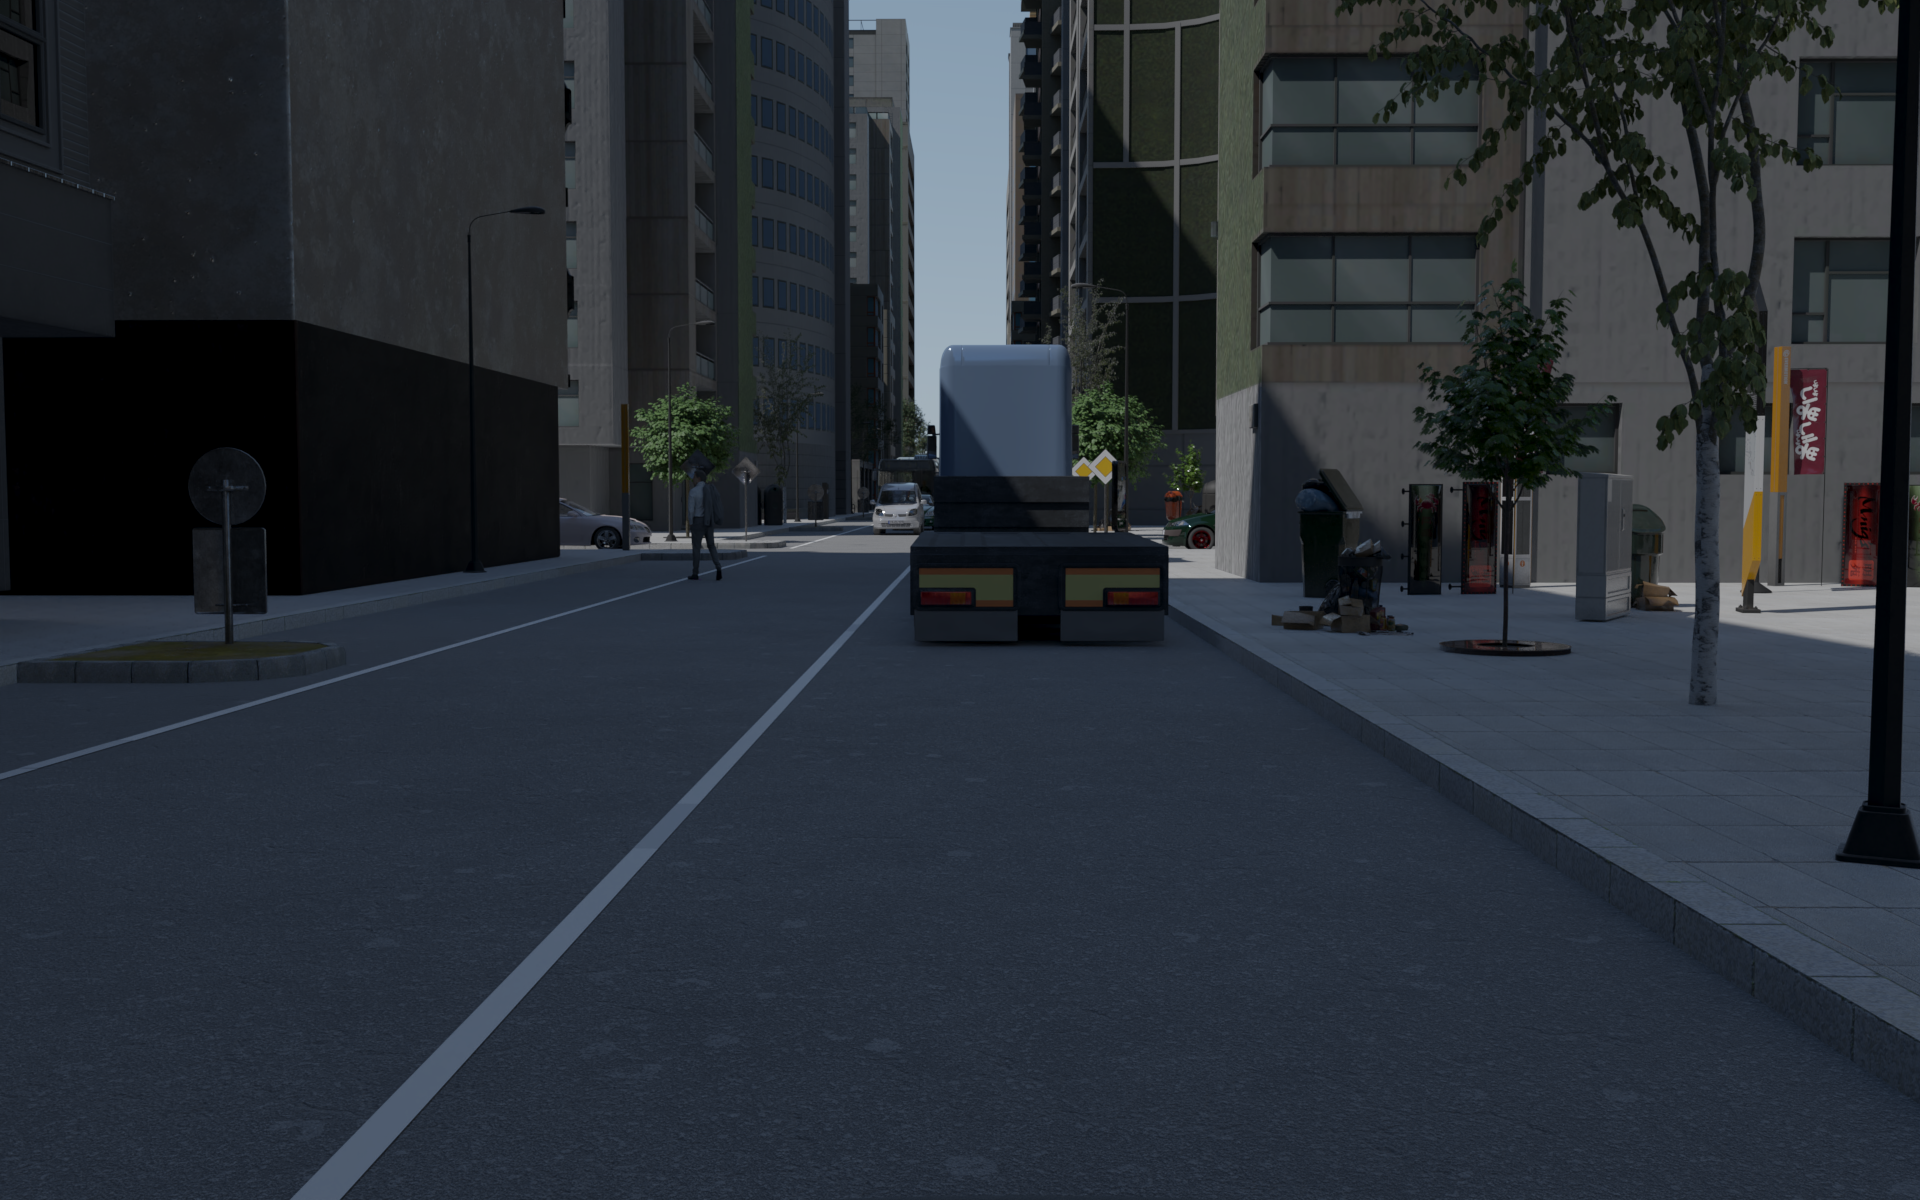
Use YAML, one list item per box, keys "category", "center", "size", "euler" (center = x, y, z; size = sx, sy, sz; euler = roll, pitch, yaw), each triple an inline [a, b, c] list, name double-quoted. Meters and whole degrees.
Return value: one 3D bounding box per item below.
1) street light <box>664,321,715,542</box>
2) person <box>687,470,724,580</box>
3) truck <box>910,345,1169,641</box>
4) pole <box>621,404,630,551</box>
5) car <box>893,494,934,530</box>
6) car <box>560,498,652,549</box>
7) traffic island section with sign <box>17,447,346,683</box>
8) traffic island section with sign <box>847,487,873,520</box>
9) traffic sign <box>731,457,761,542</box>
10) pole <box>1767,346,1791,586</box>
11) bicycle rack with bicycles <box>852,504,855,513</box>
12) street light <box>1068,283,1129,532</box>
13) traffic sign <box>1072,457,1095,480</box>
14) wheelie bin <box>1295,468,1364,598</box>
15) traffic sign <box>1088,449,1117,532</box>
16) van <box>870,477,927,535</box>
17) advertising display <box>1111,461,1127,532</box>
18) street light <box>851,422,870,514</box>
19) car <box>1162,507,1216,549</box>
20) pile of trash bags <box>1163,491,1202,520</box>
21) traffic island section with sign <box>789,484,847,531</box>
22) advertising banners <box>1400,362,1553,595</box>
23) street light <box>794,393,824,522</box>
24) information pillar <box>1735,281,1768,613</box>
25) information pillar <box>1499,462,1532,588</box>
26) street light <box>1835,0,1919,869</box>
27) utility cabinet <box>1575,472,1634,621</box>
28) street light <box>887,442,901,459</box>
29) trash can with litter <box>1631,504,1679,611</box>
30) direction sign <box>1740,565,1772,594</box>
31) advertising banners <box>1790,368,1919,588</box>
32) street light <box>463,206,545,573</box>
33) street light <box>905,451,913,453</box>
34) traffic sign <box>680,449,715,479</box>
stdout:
- category: "street light"
  center: [-7.258, -4.529, 46.585]
  size: [1.470, 5.913, 1.316]
  euler: [0, 4, 1]
- category: "person"
  center: [-4.234, -1.238, 28.836]
  size: [0.679, 1.850, 0.850]
  euler: [-3, 5, -42]
- category: "truck"
  center: [0.793, -2.183, 25.458]
  size: [2.967, 4.110, 18.799]
  euler: [0, 4, 0]
- category: "pole"
  center: [-7.592, -2.782, 39.322]
  size: [0.158, 3.312, 0.155]
  euler: [0, 3, 0]
- category: "car"
  center: [-1.785, -3.548, 69.816]
  size: [2.131, 1.459, 4.920]
  euler: [0, 4, -1]
- category: "car"
  center: [-10.197, -1.911, 43.608]
  size: [4.827, 1.381, 2.083]
  euler: [0, 4, -1]
- category: "traffic island section with sign"
  center: [-6.161, -0.333, 14.069]
  size: [1.989, 1.847, 2.006]
  euler: [0, 4, 1]
- category: "traffic island section with sign"
  center: [-5.266, -5.300, 95.282]
  size: [1.989, 1.847, 2.006]
  euler: [0, 4, 1]
- category: "traffic sign"
  center: [-5.769, -2.633, 46.699]
  size: [0.795, 2.450, 0.064]
  euler: [0, 4, 1]
- category: "pole"
  center: [11.389, -1.849, 24.075]
  size: [0.158, 3.312, 0.155]
  euler: [0, 3, 0]
- category: "bicycle rack with bicycles"
  center: [-8.034, -6.207, 114.867]
  size: [2.852, 0.926, 2.925]
  euler: [3, 5, 43]
- category: "street light"
  center: [3.141, -4.022, 38.299]
  size: [1.470, 5.913, 1.316]
  euler: [0, 4, 1]
- category: "traffic sign"
  center: [3.324, -2.626, 46.577]
  size: [0.795, 2.450, 0.064]
  euler: [0, 4, 1]
- category: "wheelie bin"
  center: [4.570, -0.832, 21.518]
  size: [0.693, 1.594, 0.980]
  euler: [2, 4, 32]
- category: "traffic sign"
  center: [3.235, -2.138, 38.592]
  size: [0.795, 2.450, 0.064]
  euler: [0, 4, 1]
- category: "van"
  center: [-2.163, -3.343, 61.676]
  size: [2.013, 2.044, 4.112]
  euler: [0, 4, 1]
- category: "advertising display"
  center: [3.099, -1.745, 33.740]
  size: [0.123, 1.923, 0.974]
  euler: [1, 4, 15]
- category: "street light"
  center: [-6.478, -8.517, 111.793]
  size: [1.470, 5.913, 1.316]
  euler: [0, 4, 1]
- category: "car"
  center: [7.129, -2.029, 42.953]
  size: [4.222, 1.686, 2.009]
  euler: [0, 4, 2]
- category: "pile of trash bags"
  center: [7.877, -2.796, 55.464]
  size: [3.447, 1.369, 1.912]
  euler: [-3, 4, -37]
- category: "traffic island section with sign"
  center: [-5.570, -3.588, 67.284]
  size: [1.989, 1.847, 2.006]
  euler: [0, 4, 1]
- category: "advertising banners"
  center: [6.615, -1.585, 22.096]
  size: [2.074, 3.025, 0.090]
  euler: [-1, 4, -12]
- category: "street light"
  center: [-6.917, -6.533, 79.362]
  size: [1.470, 5.913, 1.316]
  euler: [0, 4, 1]
- category: "information pillar"
  center: [8.527, -1.666, 18.590]
  size: [0.183, 3.616, 0.504]
  euler: [1, 4, 12]
- category: "information pillar"
  center: [7.596, -1.172, 23.654]
  size: [0.304, 2.012, 0.304]
  euler: [-1, 4, -23]
- category: "street light"
  center: [2.707, -2.042, 5.931]
  size: [1.470, 5.913, 1.316]
  euler: [0, 4, 1]
- category: "utility cabinet"
  center: [6.640, -0.558, 17.801]
  size: [0.318, 1.500, 1.173]
  euler: [2, 4, 33]
- category: "street light"
  center: [-5.984, -11.198, 155.635]
  size: [1.470, 5.913, 1.316]
  euler: [0, 4, 1]
- category: "trash can with litter"
  center: [7.722, -0.488, 19.365]
  size: [0.624, 1.170, 1.055]
  euler: [0, 4, -4]
- category: "direction sign"
  center: [10.347, -1.860, 22.405]
  size: [0.379, 3.537, 0.876]
  euler: [2, 4, 26]
- category: "advertising banners"
  center: [12.495, -1.694, 23.883]
  size: [2.074, 3.025, 0.090]
  euler: [1, 4, 20]
- category: "street light"
  center: [-7.393, -3.400, 28.131]
  size: [1.470, 5.913, 1.316]
  euler: [0, 4, 1]
- category: "street light"
  center: [-5.708, -13.178, 188.005]
  size: [1.470, 5.913, 1.316]
  euler: [0, 4, 1]
- category: "traffic sign"
  center: [-5.858, -2.145, 38.714]
  size: [0.795, 2.450, 0.064]
  euler: [0, 4, 1]
